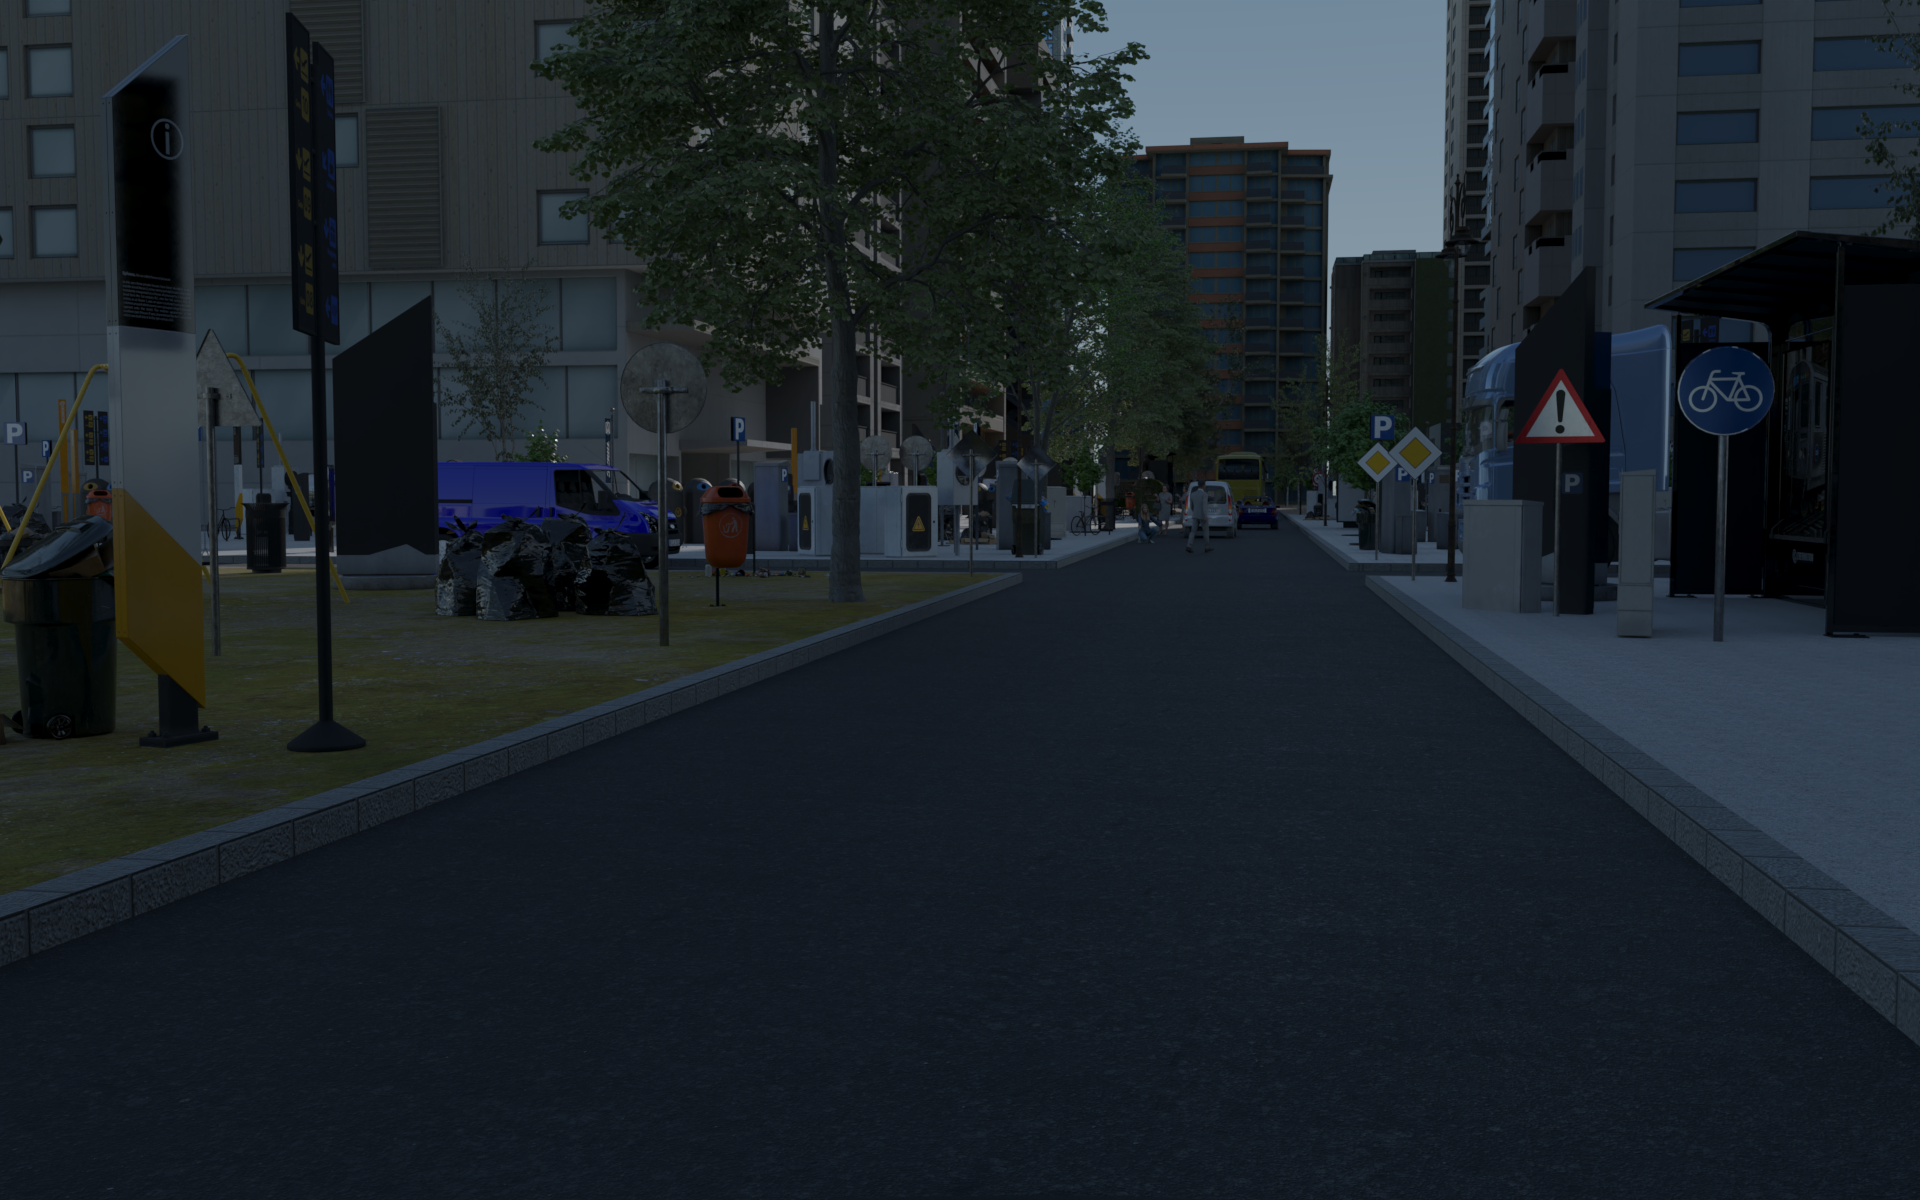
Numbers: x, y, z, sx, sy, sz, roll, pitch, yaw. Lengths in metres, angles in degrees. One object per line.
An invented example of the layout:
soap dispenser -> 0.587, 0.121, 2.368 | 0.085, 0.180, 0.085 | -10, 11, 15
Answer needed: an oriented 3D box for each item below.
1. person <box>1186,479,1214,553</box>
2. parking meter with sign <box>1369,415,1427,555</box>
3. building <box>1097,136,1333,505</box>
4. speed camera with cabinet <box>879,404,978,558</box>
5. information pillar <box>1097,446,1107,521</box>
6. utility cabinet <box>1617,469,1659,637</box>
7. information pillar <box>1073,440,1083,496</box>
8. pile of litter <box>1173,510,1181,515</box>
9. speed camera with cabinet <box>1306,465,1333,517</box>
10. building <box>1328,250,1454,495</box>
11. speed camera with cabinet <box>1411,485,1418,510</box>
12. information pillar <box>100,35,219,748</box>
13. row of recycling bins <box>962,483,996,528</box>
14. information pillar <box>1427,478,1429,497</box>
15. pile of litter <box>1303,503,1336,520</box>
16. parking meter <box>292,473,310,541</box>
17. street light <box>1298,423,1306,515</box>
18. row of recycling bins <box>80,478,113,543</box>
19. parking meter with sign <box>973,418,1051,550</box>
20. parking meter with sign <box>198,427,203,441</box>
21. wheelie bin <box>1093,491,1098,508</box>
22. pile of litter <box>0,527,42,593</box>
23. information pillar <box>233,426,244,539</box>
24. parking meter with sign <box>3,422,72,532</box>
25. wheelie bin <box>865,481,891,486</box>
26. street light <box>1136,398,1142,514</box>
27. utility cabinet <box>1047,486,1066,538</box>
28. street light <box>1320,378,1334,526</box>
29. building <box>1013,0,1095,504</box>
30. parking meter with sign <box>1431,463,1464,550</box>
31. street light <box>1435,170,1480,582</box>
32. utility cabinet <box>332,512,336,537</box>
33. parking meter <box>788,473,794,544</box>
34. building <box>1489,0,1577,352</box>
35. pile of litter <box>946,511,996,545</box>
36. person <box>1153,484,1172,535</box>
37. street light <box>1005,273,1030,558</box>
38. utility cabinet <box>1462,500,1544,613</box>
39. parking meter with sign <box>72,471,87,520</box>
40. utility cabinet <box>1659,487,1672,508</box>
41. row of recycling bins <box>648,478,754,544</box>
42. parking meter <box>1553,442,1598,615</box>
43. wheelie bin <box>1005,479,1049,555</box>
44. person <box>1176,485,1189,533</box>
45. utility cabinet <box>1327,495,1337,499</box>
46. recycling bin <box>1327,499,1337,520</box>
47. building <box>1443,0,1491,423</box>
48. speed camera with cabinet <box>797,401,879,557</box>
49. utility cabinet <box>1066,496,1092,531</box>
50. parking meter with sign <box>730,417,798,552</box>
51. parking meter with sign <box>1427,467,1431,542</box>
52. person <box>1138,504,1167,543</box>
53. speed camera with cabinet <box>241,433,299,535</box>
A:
person -> 5.865, -2.059, 42.432 | 0.850, 1.792, 0.678 | -3, 5, -41
parking meter with sign -> 9.395, -2.512, 37.340 | 0.543, 3.016, 1.738 | 0, 4, -8
building -> 31.117, -34.290, 215.272 | 28.867, 44.769, 22.147 | 1, 4, 10
speed camera with cabinet -> -0.576, -2.506, 35.303 | 2.038, 3.252, 0.660 | -3, 5, -40
information pillar -> 6.423, -5.298, 77.977 | 0.504, 3.616, 0.183 | -2, 4, -31
utility cabinet -> 6.205, -0.442, 15.902 | 0.318, 1.500, 1.173 | 1, 4, 22
information pillar -> 4.790, -4.819, 70.143 | 0.504, 3.616, 0.183 | -3, 5, -43
pile of litter -> 13.304, -5.790, 108.637 | 1.176, 0.858, 1.719 | 1, 4, 20
speed camera with cabinet -> 18.637, -5.828, 89.617 | 0.660, 3.252, 2.038 | 3, 4, 37
building -> 51.711, -26.685, 207.998 | 14.107, 30.474, 14.160 | 1, 4, 10
speed camera with cabinet -> 18.677, -4.770, 72.327 | 0.660, 3.252, 2.038 | 2, 4, 24
information pillar -> -4.059, -1.064, 8.748 | 0.183, 3.616, 0.504 | 2, 4, 24
row of recycling bins -> 1.699, -3.543, 65.039 | 3.534, 1.692, 1.069 | 3, 5, 45
information pillar -> 21.176, -4.505, 78.152 | 0.304, 2.012, 0.304 | 1, 4, 22
pile of litter -> 17.648, -4.337, 84.872 | 1.719, 0.858, 1.176 | 1, 4, 10
parking meter -> -18.007, -2.545, 47.318 | 0.399, 1.863, 0.255 | 1, 4, 19
street light -> 21.092, -8.217, 107.129 | 0.468, 5.910, 1.993 | 1, 4, 10
row of recycling bins -> -21.416, -2.310, 44.889 | 3.534, 1.692, 1.069 | 2, 4, 26
parking meter with sign -> 1.208, -2.663, 39.806 | 1.738, 3.016, 0.543 | -1, 4, -8
parking meter with sign -> -17.590, -2.649, 39.567 | 0.543, 3.016, 1.738 | -2, 4, -25
wheelie bin -> 7.286, -4.995, 89.583 | 0.693, 1.594, 0.980 | -1, 4, -10
pile of litter -> -12.442, -0.533, 22.678 | 1.719, 0.858, 1.176 | 1, 4, 11
information pillar -> -20.449, -3.529, 49.058 | 0.183, 3.616, 0.504 | -3, 4, -38
parking meter with sign -> -22.832, -2.849, 42.849 | 0.543, 3.016, 1.738 | 0, 4, 3
wheelie bin -> -2.022, -2.180, 43.545 | 0.980, 1.594, 0.693 | -1, 4, -19
street light -> 7.539, -6.086, 72.292 | 0.468, 5.910, 1.993 | 1, 4, 10
utility cabinet -> 2.588, -2.543, 50.260 | 1.173, 1.500, 0.318 | -3, 5, -44
street light -> 14.660, -5.903, 69.301 | 0.468, 5.910, 1.993 | 1, 4, 10
building -> 1.297, -55.407, 218.574 | 31.000, 86.520, 22.319 | 1, 4, 10
parking meter with sign -> 11.798, -2.702, 40.433 | 1.738, 3.016, 0.543 | -3, 5, -41
street light -> 7.180, -3.203, 25.153 | 0.468, 5.910, 1.993 | 1, 4, 10
utility cabinet -> -18.500, -2.642, 51.882 | 0.318, 1.500, 1.173 | 2, 4, 24
parking meter -> -4.365, -2.290, 43.154 | 0.399, 1.863, 0.255 | -3, 4, -37
building -> 51.816, -32.325, 117.755 | 28.713, 52.752, 27.495 | 1, 4, 10
pile of litter -> 0.473, -1.851, 44.226 | 1.719, 0.858, 1.176 | 3, 4, 37
person -> 6.992, -3.136, 60.127 | 0.716, 1.782, 0.532 | 2, 4, 31
street light -> 1.200, -3.797, 34.872 | 0.468, 5.910, 1.993 | 1, 4, 10
utility cabinet -> 5.977, -0.485, 19.099 | 0.306, 1.237, 1.020 | -1, 4, -21
parking meter with sign -> -28.929, -3.689, 56.581 | 0.543, 3.016, 1.738 | 3, 4, 39
utility cabinet -> 22.686, -2.872, 55.643 | 0.318, 1.500, 1.173 | -1, 4, -21
row of recycling bins -> -6.386, -2.320, 45.052 | 3.534, 1.692, 1.069 | -2, 4, -29
parking meter -> 6.568, -0.783, 18.521 | 0.399, 1.863, 0.255 | 3, 5, 40
wheelie bin -> 1.433, -1.758, 36.644 | 0.980, 1.594, 0.693 | 1, 4, 16
person -> 8.214, -3.366, 63.894 | 0.532, 1.782, 0.716 | -1, 4, -16
utility cabinet -> 21.286, -5.340, 98.462 | 1.020, 1.237, 0.306 | 2, 4, 30
recycling bin -> 18.772, -4.551, 86.959 | 0.722, 1.027, 0.722 | 2, 4, 28
building -> 69.405, -47.033, 207.246 | 20.611, 71.187, 20.563 | 1, 4, 10
speed camera with cabinet -> -2.421, -2.613, 37.053 | 2.038, 3.252, 0.660 | 1, 4, 16
utility cabinet -> 4.094, -3.033, 60.753 | 1.020, 1.237, 0.306 | -1, 4, -19
parking meter with sign -> -4.250, -2.611, 38.955 | 1.738, 3.016, 0.543 | 1, 4, 21
parking meter with sign -> 12.887, -3.060, 46.284 | 1.738, 3.016, 0.543 | -1, 4, -12
person -> 5.555, -2.239, 50.607 | 1.012, 1.151, 0.738 | -1, 4, -15
speed camera with cabinet -> -22.026, -3.727, 55.277 | 0.660, 3.252, 2.038 | 1, 4, 23
